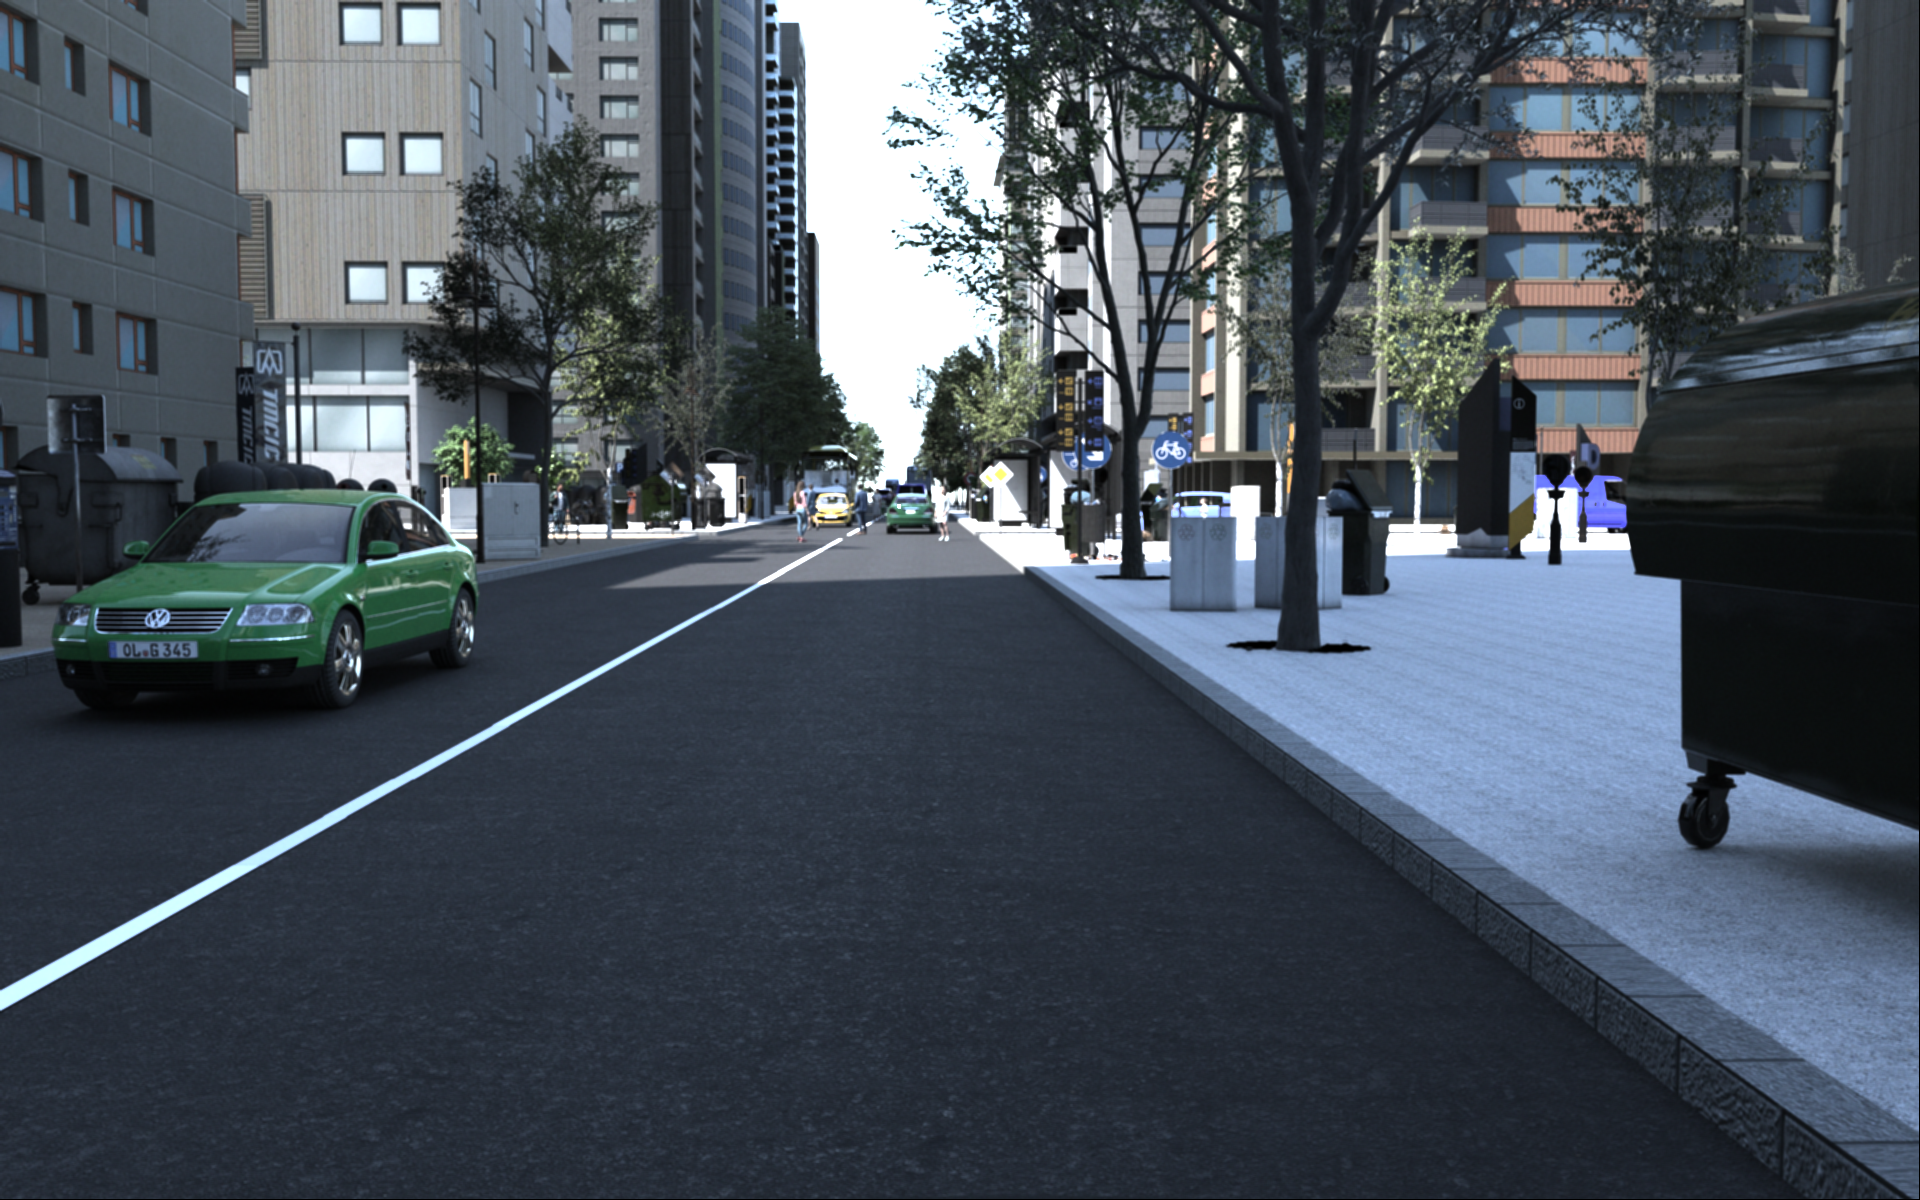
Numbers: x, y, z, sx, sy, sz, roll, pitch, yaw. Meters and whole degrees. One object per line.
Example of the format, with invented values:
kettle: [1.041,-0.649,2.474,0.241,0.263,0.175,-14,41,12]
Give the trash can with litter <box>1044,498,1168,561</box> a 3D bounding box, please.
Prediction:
trash can with litter: [2.880,-1.365,33.376,2.233,1.210,1.678,2,4,25]

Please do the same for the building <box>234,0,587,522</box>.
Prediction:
building: [-34.710,-30.336,85.238,28.713,52.752,27.495,0,4,-1]

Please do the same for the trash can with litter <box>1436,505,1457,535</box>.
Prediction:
trash can with litter: [15.534,-2.628,54.349,1.055,1.170,0.624,0,4,7]

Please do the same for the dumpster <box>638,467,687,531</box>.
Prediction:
dumpster: [-10.524,-3.595,61.265,1.502,2.255,1.985,0,4,-1]

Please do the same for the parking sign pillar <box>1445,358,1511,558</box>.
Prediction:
parking sign pillar: [10.634,-2.856,35.172,1.447,3.967,1.447,-1,4,-15]

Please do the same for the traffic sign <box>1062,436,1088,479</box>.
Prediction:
traffic sign: [2.611,-2.315,37.957,0.768,2.556,0.104,0,4,-1]

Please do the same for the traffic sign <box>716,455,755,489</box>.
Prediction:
traffic sign: [-11.657,-5.823,89.080,2.265,3.308,0.079,0,4,0]

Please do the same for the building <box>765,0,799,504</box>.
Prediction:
building: [-32.706,-56.781,241.047,22.319,86.520,31.000,0,4,-1]

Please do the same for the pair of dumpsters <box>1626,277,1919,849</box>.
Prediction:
pair of dumpsters: [3.271,-0.106,4.221,1.574,2.255,4.437,0,4,-1]

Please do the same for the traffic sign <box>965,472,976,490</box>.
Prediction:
traffic sign: [0.651,-6.176,101.076,0.768,2.556,0.104,0,4,3]

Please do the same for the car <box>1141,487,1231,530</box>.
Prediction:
car: [7.672,-2.993,58.530,3.694,1.707,1.945,0,4,-2]

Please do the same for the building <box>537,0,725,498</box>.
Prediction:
building: [-24.486,-26.808,121.897,14.154,41.232,14.086,0,4,-1]

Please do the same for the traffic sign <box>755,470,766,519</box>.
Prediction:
traffic sign: [-10.502,-5.530,90.519,0.768,2.556,0.104,0,4,4]

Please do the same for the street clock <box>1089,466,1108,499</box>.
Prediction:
street clock: [3.597,-2.473,45.006,0.471,2.002,0.358,-1,4,-12]

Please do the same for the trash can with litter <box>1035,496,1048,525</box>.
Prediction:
trash can with litter: [3.307,-3.757,72.821,0.624,1.170,1.055,1,4,19]

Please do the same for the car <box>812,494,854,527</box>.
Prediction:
car: [-5.622,-4.039,76.267,2.015,1.641,3.980,0,4,-2]

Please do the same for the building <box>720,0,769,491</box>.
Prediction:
building: [-30.679,-38.392,169.705,21.231,58.520,28.212,0,4,-1]

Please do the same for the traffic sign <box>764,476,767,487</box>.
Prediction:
traffic sign: [-10.997,-5.743,96.023,0.606,2.300,0.079,0,4,4]

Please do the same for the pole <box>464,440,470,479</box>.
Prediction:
pole: [-18.758,-4.412,65.978,0.158,3.312,0.155,0,3,0]

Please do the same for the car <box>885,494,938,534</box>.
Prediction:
car: [-1.743,-3.196,64.045,2.131,1.459,4.920,0,4,0]

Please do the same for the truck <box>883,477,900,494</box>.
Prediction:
truck: [-10.794,-18.114,285.929,2.967,4.110,18.799,0,4,0]

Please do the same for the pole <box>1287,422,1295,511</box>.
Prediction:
pole: [9.200,-3.317,48.069,0.158,3.312,0.155,0,3,0]

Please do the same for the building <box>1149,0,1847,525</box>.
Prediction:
building: [23.707,-26.000,79.717,28.867,44.769,22.147,0,4,-1]

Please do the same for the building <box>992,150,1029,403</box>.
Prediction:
building: [19.737,-41.104,261.284,28.713,52.752,27.495,0,4,-1]

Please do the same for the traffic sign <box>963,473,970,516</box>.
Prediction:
traffic sign: [0.586,-6.244,102.198,0.768,2.556,0.104,0,4,0]

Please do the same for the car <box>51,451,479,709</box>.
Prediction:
car: [-4.971,-0.255,12.961,1.959,1.807,4.718,0,4,0]

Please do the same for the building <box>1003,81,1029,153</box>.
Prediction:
building: [15.521,-51.787,284.961,20.563,71.187,20.611,0,4,-1]

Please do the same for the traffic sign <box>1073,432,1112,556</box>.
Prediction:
traffic sign: [2.653,-2.120,34.761,0.768,2.556,0.104,0,4,4]

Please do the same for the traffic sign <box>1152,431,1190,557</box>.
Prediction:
traffic sign: [4.254,-2.136,35.036,0.768,2.556,0.104,0,4,4]

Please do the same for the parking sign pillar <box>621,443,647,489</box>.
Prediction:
parking sign pillar: [-17.048,-6.249,90.640,1.447,3.967,1.447,-2,4,-35]

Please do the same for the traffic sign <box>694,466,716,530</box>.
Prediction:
traffic sign: [-9.009,-3.523,61.237,0.795,2.450,0.064,0,4,-1]

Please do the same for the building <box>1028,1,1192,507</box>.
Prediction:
building: [17.982,-39.637,190.061,21.231,58.520,28.212,0,4,-1]

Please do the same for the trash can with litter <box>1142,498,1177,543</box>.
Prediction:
trash can with litter: [5.211,-2.124,46.116,1.055,1.170,0.624,-3,4,-37]

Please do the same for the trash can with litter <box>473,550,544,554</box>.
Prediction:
trash can with litter: [-9.764,-1.627,37.667,1.678,1.210,2.233,2,4,26]

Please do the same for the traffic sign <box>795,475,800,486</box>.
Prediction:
traffic sign: [-10.596,-6.937,113.521,0.768,2.556,0.104,0,4,7]

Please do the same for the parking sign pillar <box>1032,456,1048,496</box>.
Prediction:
parking sign pillar: [5.300,-7.596,112.663,1.447,3.967,1.447,-3,5,-41]

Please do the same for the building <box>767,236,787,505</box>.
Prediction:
building: [-26.922,-25.727,192.337,14.160,30.474,14.107,0,4,-1]

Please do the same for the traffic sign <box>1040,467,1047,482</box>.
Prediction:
traffic sign: [3.592,-4.850,79.396,0.768,2.556,0.104,0,4,1]

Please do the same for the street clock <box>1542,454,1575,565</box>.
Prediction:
street clock: [10.836,-1.646,31.487,0.471,2.002,0.358,2,4,33]

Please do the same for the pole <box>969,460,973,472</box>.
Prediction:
pole: [0.669,-6.685,103.143,0.158,3.312,0.155,0,3,0]

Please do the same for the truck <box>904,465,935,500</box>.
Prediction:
truck: [-3.870,-10.203,156.583,2.967,4.110,18.799,0,3,0]

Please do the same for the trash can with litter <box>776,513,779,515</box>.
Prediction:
trash can with litter: [-11.801,-5.894,107.423,1.678,1.210,2.233,-1,4,-10]

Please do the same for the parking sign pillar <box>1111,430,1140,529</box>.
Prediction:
parking sign pillar: [5.857,-4.630,64.181,1.447,3.967,1.447,1,4,20]

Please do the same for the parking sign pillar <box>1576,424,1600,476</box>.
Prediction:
parking sign pillar: [24.173,-4.783,66.675,1.447,3.967,1.447,3,5,43]

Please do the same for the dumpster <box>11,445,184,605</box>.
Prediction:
dumpster: [-10.264,-0.912,20.674,1.264,1.857,1.865,0,4,-1]

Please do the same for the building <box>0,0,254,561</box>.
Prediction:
building: [-31.365,-11.178,27.804,28.899,21.520,27.650,0,4,-1]

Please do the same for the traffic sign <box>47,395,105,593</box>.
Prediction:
traffic sign: [-9.153,-0.968,17.961,0.606,2.300,0.079,0,4,3]

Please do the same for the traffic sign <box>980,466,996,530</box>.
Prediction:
traffic sign: [1.083,-3.534,61.431,0.795,2.450,0.064,0,4,-1]

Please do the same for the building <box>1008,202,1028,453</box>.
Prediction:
building: [13.660,-34.069,240.615,14.154,41.232,14.086,0,4,-1]

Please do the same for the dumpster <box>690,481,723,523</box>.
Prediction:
dumpster: [-10.948,-4.220,74.750,1.264,1.857,1.865,0,4,-1]

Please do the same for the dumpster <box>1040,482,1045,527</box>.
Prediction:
dumpster: [2.725,-3.871,69.044,1.264,1.857,1.865,0,4,-1]

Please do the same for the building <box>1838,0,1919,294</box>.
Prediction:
building: [59.828,-30.177,82.626,27.495,52.752,28.713,0,4,-1]

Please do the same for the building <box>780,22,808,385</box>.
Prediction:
building: [-31.906,-50.752,268.054,20.563,71.187,20.611,0,4,-1]

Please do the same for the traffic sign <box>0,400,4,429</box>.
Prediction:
traffic sign: [-10.943,-1.164,19.133,0.768,2.556,0.104,0,4,0]

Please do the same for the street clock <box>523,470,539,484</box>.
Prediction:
street clock: [-13.144,-2.967,53.087,0.358,2.002,0.471,2,4,29]

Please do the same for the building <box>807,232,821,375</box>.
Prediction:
building: [-30.319,-38.908,286.254,14.600,45.320,14.200,0,4,-1]

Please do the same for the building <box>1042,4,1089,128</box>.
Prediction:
building: [21.901,-35.063,162.513,28.713,52.752,27.495,0,4,-1]

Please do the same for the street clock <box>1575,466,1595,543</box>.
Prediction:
street clock: [16.253,-2.482,45.147,0.471,2.002,0.358,2,4,35]

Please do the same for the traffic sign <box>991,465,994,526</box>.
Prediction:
traffic sign: [1.362,-4.288,70.120,0.884,2.594,0.081,0,4,6]
